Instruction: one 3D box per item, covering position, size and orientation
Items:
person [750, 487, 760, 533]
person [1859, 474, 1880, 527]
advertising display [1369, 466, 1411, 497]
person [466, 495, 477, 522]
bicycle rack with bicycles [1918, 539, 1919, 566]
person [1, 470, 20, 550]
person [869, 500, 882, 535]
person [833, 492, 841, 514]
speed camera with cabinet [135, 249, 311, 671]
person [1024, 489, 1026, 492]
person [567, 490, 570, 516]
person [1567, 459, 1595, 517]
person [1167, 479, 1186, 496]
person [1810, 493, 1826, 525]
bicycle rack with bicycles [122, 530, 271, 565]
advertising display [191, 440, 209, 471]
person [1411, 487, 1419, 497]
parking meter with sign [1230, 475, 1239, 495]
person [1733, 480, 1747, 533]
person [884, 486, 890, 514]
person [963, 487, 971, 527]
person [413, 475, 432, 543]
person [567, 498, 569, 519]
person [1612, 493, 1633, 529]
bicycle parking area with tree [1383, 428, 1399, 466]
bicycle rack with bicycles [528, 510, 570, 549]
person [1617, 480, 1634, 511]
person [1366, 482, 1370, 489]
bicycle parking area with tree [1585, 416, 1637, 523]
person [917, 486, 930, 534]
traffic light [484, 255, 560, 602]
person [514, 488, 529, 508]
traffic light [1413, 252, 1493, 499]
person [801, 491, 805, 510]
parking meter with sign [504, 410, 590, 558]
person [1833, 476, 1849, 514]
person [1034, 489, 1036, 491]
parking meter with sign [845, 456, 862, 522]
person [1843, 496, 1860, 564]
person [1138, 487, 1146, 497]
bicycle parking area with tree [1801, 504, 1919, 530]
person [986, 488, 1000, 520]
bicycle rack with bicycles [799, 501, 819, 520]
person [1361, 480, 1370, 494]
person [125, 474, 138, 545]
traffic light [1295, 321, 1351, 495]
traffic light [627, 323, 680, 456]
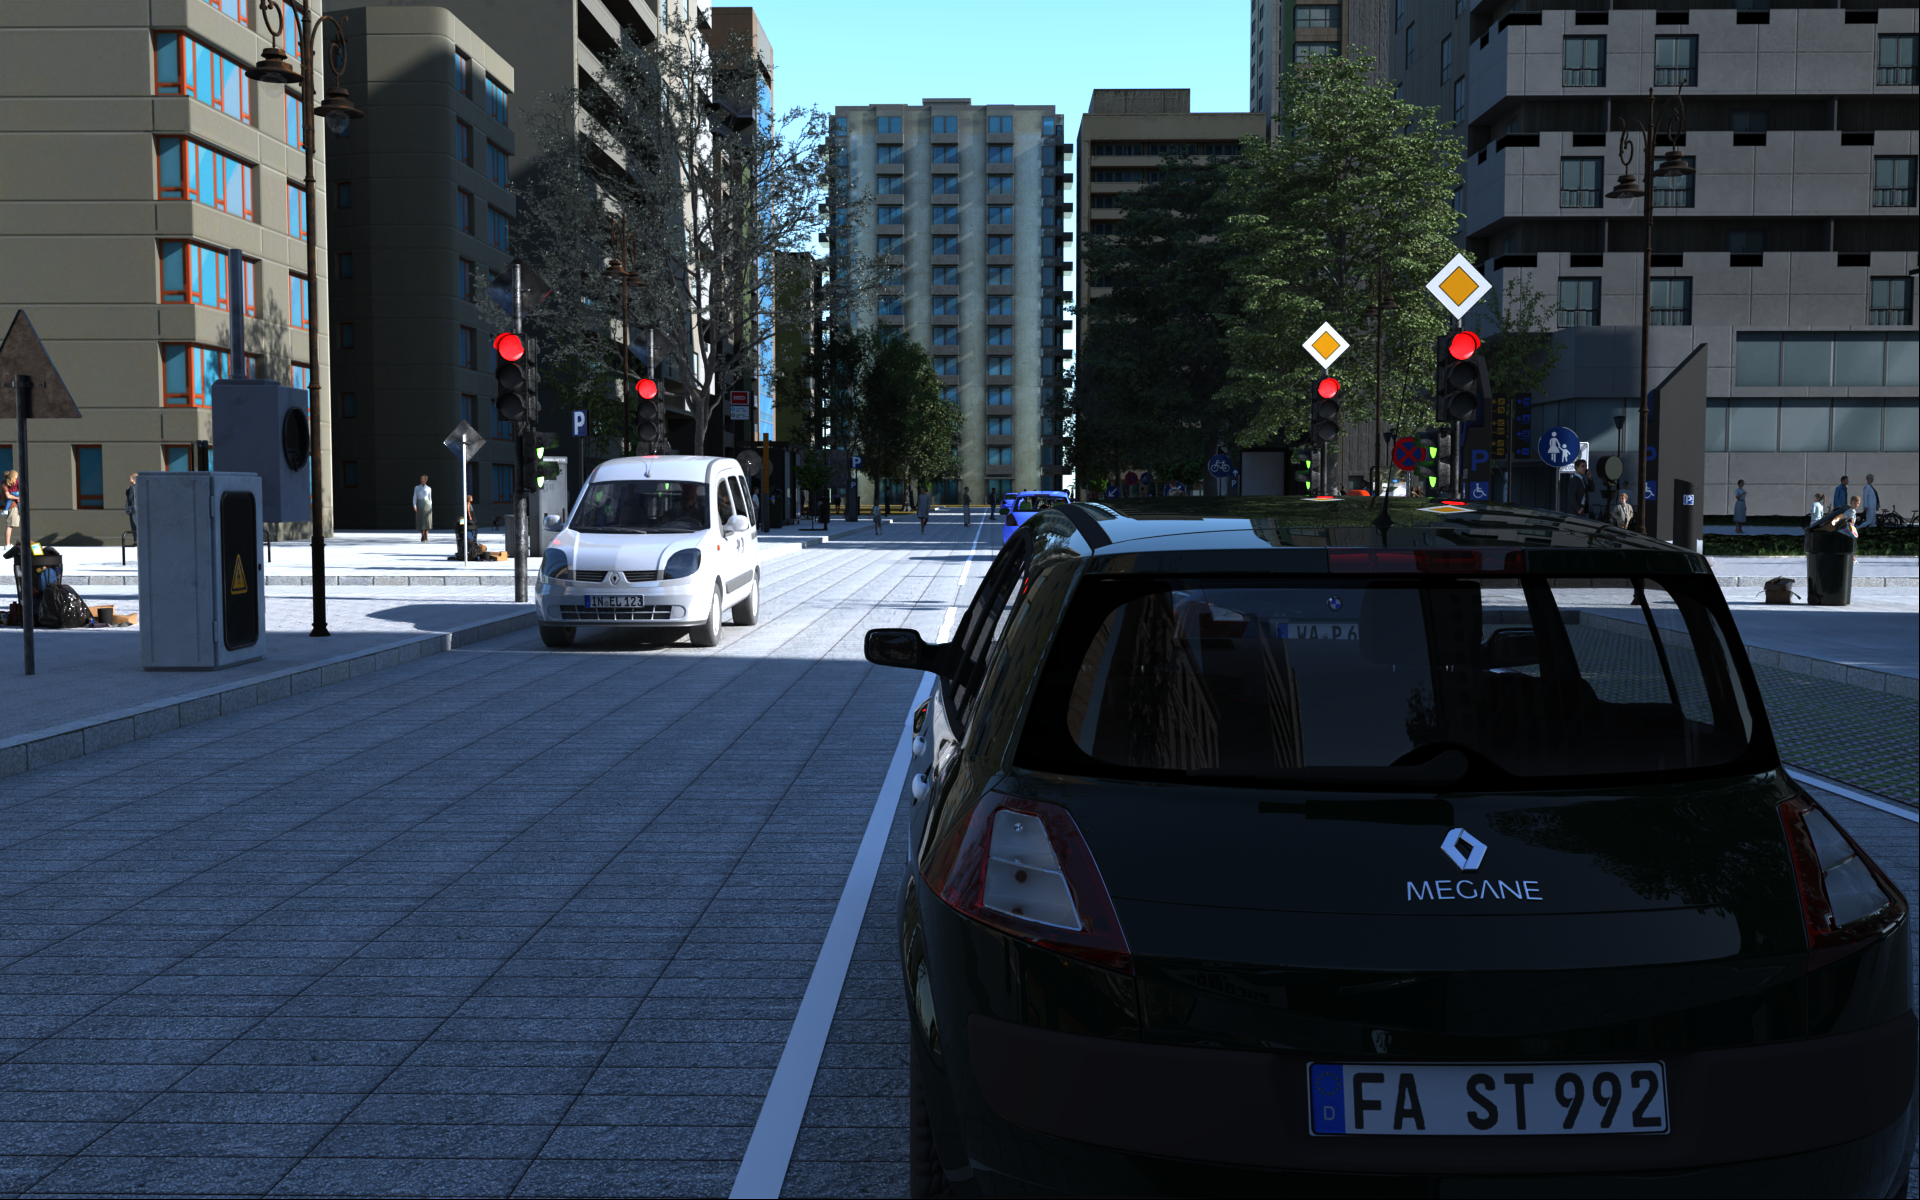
[{"bbox_3d":[-6.743,-2.961,57.057,0.523,1.515,0.503,-3,4,-37],"label":"person"},{"bbox_3d":[25.347,-2.598,48.393,0.818,1.842,0.514,1,4,20],"label":"person"},{"bbox_3d":[9.825,-2.101,39.563,0.974,1.923,0.123,-1,4,-12],"label":"advertising display"},{"bbox_3d":[-14.679,-2.519,51.891,0.373,1.253,0.362,0,4,0],"label":"person"},{"bbox_3d":[18.404,-1.030,30.228,2.925,0.926,2.852,-2,4,-24],"label":"bicycle rack with bicycles"},{"bbox_3d":[-21.778,-2.064,39.759,0.580,1.828,0.573,1,4,19],"label":"person"},{"bbox_3d":[-2.951,-2.877,60.558,0.505,1.210,0.382,1,4,10],"label":"person"},{"bbox_3d":[-7.834,-6.173,110.208,0.421,1.427,0.697,-2,4,-25],"label":"person"},{"bbox_3d":[-5.660,-1.167,13.411,0.660,3.252,2.038,0,4,-1],"label":"speed camera with cabinet"},{"bbox_3d":[4.981,-7.624,133.148,1.348,1.824,0.705,2,4,30],"label":"person"},{"bbox_3d":[-17.456,-4.279,76.751,0.760,1.731,0.466,0,4,0],"label":"person"},{"bbox_3d":[11.124,-1.566,31.009,0.474,1.900,0.648,1,4,20],"label":"person"},{"bbox_3d":[5.839,-2.345,46.812,0.622,1.834,0.822,-2,4,-30],"label":"person"},{"bbox_3d":[19.757,-1.817,40.036,0.394,1.301,0.425,3,5,41],"label":"person"},{"bbox_3d":[-13.849,-1.136,31.958,2.852,0.926,2.925,1,4,12],"label":"bicycle rack with bicycles"},{"bbox_3d":[-9.224,-0.969,21.056,0.123,1.923,0.974,-2,4,-28],"label":"advertising display"},{"bbox_3d":[30.726,-6.767,117.408,1.217,1.735,0.721,-1,4,-21],"label":"person"},{"bbox_3d":[11.156,-4.473,69.389,1.738,3.016,0.543,-3,5,-42],"label":"parking meter with sign"},{"bbox_3d":[25.577,-3.058,56.614,0.480,1.755,0.524,-2,4,-32],"label":"person"},{"bbox_3d":[-4.662,-6.450,111.588,0.705,1.814,1.350,0,4,6],"label":"person"},{"bbox_3d":[0.319,-4.068,75.560,0.362,1.759,0.519,1,4,9],"label":"person"},{"bbox_3d":[-14.266,-2.431,46.022,0.478,1.798,0.641,-1,4,-11],"label":"person"},{"bbox_3d":[-13.741,-3.287,59.961,0.728,1.800,0.709,-1,4,-16],"label":"person"},{"bbox_3d":[15.066,-1.775,39.344,0.475,1.303,0.640,-1,4,-17],"label":"person"},{"bbox_3d":[19.579,-5.576,78.165,9.016,4.147,8.231,2,4,24],"label":"bicycle parking area with tree"},{"bbox_3d":[-8.475,-1.658,40.488,2.925,0.926,2.852,0,4,5],"label":"bicycle rack with bicycles"},{"bbox_3d":[22.041,-3.087,57.264,0.466,1.731,0.760,-1,4,-19],"label":"person"},{"bbox_3d":[16.761,-3.995,71.635,0.850,1.792,0.678,0,4,-7],"label":"person"},{"bbox_3d":[21.790,-4.742,64.526,8.231,4.147,9.016,2,4,29],"label":"bicycle parking area with tree"},{"bbox_3d":[-1.325,-3.225,61.982,0.466,1.731,0.760,-1,4,-18],"label":"person"},{"bbox_3d":[-5.190,-1.928,20.443,0.839,4.253,0.868,0,4,1],"label":"traffic light"},{"bbox_3d":[-15.818,-3.433,62.373,0.606,1.804,0.583,-2,4,-29],"label":"person"},{"bbox_3d":[5.770,-1.917,20.260,0.839,4.253,0.868,0,4,1],"label":"traffic light"},{"bbox_3d":[-9.727,-6.089,106.519,0.530,1.710,0.541,3,5,45],"label":"person"},{"bbox_3d":[-8.437,-2.391,35.360,1.738,3.016,0.543,-3,5,-44],"label":"parking meter with sign"},{"bbox_3d":[24.366,-2.543,47.957,0.601,1.785,0.444,-2,4,-30],"label":"person"},{"bbox_3d":[6.363,-8.411,146.045,1.348,1.821,0.705,-1,4,-20],"label":"person"},{"bbox_3d":[-5.007,-5.154,80.530,0.543,3.016,1.738,-1,4,-17],"label":"parking meter with sign"},{"bbox_3d":[16.277,-1.279,31.642,0.332,1.250,0.352,-2,4,-33],"label":"person"},{"bbox_3d":[14.297,-7.909,135.360,0.705,1.824,1.348,-3,4,-38],"label":"person"},{"bbox_3d":[31.743,-4.221,56.021,9.016,4.147,8.231,3,4,36],"label":"bicycle parking area with tree"},{"bbox_3d":[1.810,-5.240,94.526,0.721,1.781,0.623,1,4,18],"label":"person"},{"bbox_3d":[-7.926,-4.439,85.958,2.925,0.926,2.852,-1,4,-22],"label":"bicycle rack with bicycles"},{"bbox_3d":[14.797,-3.482,63.255,0.850,1.792,0.678,-1,4,-23],"label":"person"},{"bbox_3d":[-19.837,-2.162,41.809,0.534,1.772,0.576,-1,4,-14],"label":"person"},{"bbox_3d":[5.915,-2.405,28.243,0.839,4.253,0.868,0,4,1],"label":"traffic light"},{"bbox_3d":[-5.044,-2.416,28.427,0.839,4.253,0.868,0,4,1],"label":"traffic light"}]
